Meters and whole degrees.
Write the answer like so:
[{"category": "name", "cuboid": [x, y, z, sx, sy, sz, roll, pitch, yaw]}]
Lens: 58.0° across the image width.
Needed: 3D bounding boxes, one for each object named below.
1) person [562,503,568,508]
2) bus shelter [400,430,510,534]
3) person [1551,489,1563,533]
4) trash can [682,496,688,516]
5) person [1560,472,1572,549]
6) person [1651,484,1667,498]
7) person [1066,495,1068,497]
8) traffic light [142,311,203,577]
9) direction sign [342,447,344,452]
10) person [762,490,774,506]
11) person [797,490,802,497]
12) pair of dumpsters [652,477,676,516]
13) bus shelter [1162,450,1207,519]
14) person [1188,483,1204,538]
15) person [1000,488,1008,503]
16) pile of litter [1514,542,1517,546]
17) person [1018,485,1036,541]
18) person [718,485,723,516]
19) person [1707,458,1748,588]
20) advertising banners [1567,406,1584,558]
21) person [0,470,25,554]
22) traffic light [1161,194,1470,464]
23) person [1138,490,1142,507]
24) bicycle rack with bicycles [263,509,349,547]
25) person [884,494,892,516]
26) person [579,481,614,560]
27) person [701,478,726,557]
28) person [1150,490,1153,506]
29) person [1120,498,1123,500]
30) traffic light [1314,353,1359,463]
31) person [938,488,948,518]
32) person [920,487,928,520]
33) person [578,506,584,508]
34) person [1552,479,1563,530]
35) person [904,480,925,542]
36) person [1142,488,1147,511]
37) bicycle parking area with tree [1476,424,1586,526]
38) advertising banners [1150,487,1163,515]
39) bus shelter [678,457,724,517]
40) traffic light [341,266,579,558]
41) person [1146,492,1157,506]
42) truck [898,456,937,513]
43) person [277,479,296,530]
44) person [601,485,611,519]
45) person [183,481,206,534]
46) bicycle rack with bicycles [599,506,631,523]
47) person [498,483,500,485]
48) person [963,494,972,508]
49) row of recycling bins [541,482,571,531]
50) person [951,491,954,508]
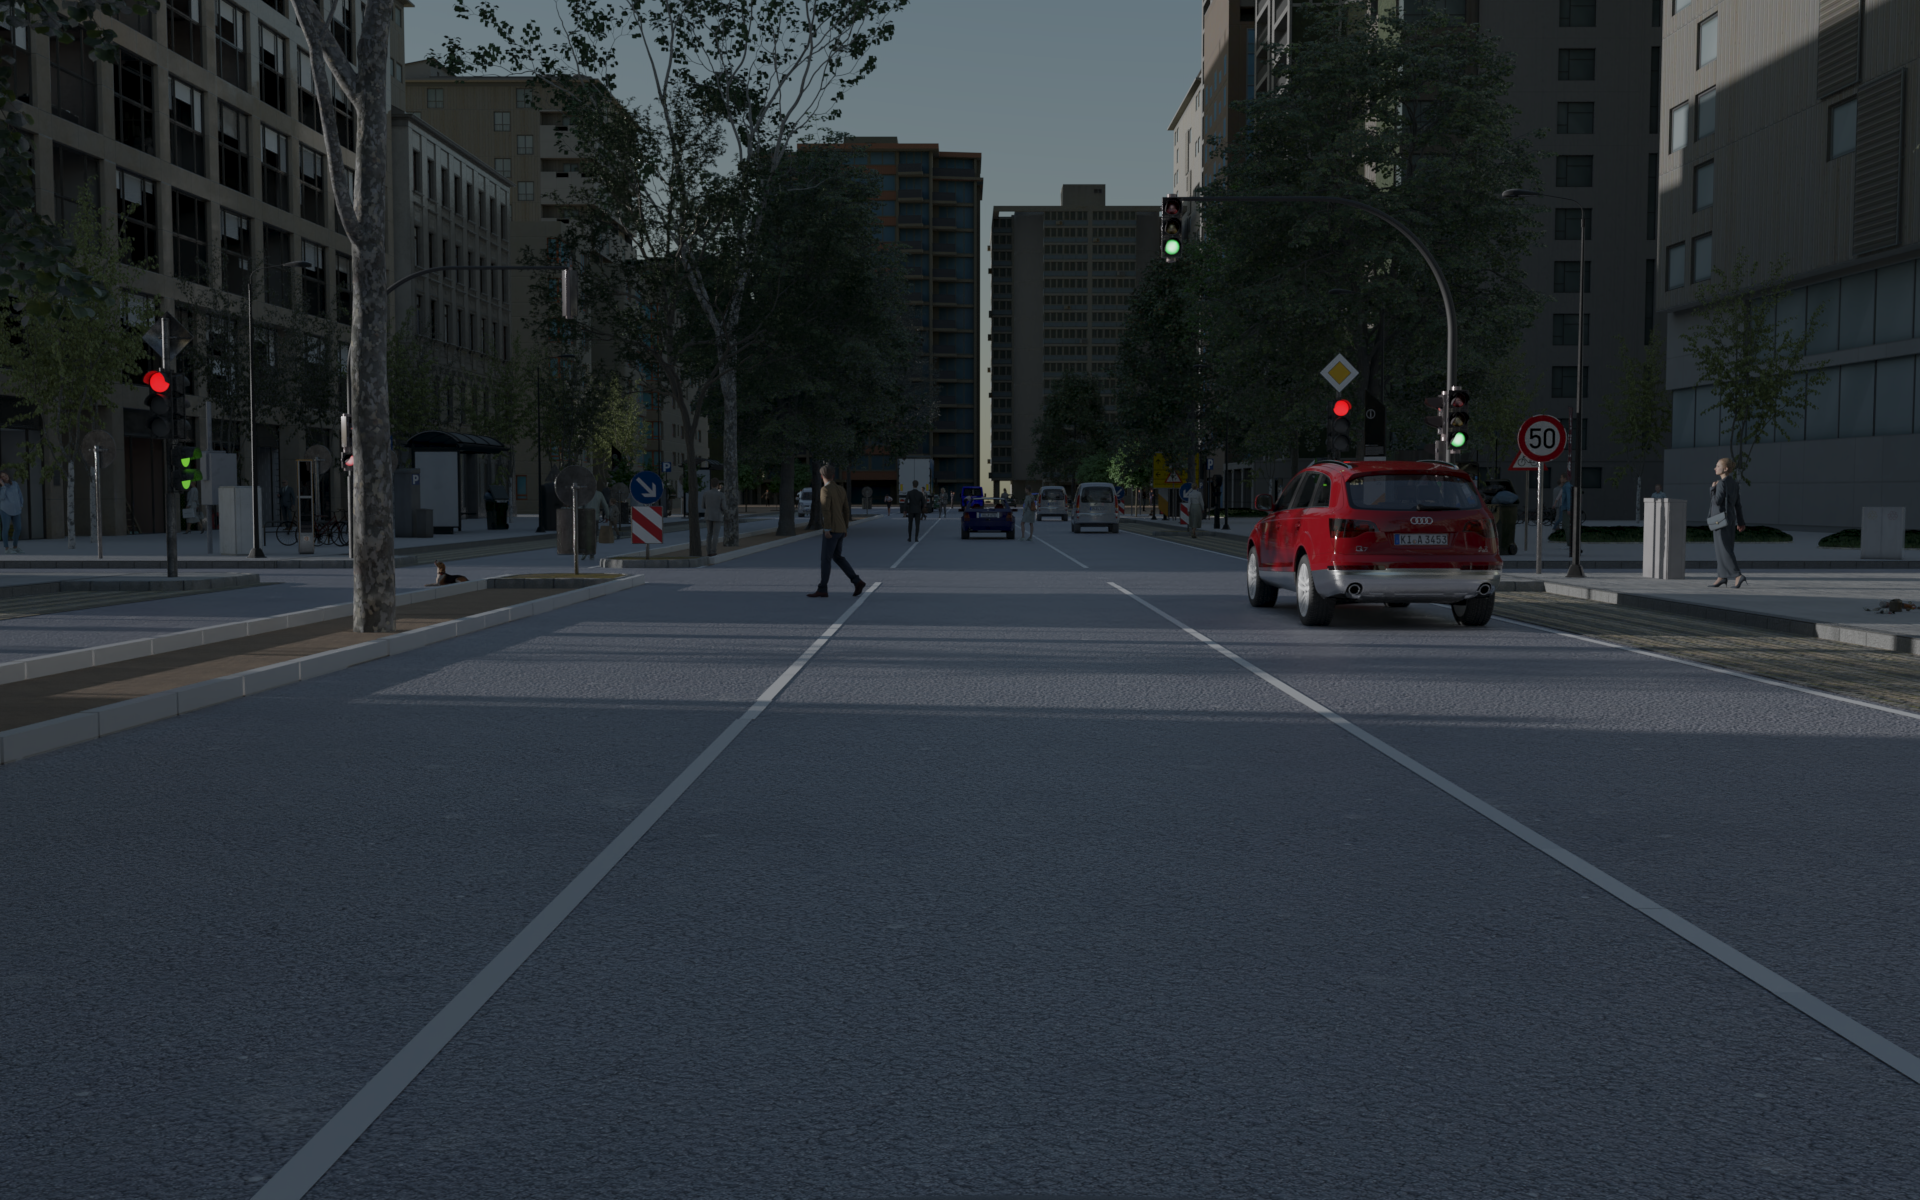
[{"category": "person", "cuboid": [-12.436, -2.506, 54.490, 0.505, 1.210, 0.382, 0, 4, -3]}, {"category": "bus shelter", "cuboid": [-16.628, -3.885, 57.444, 2.014, 3.302, 5.546, 0, 4, 0]}, {"category": "person", "cuboid": [18.648, -2.883, 53.846, 0.731, 1.740, 0.598, -3, 5, -39]}, {"category": "trash can", "cuboid": [-16.145, -5.554, 102.459, 0.748, 1.137, 0.748, 0, 3, 0]}, {"category": "person", "cuboid": [14.102, -2.061, 40.090, 0.444, 1.785, 0.601, 3, 5, 40]}, {"category": "person", "cuboid": [22.216, -2.890, 55.099, 0.330, 1.601, 0.589, -3, 5, -40]}, {"category": "person", "cuboid": [10.761, -10.716, 182.040, 1.217, 1.735, 0.721, 0, 4, 6]}, {"category": "traffic light", "cuboid": [-12.154, -2.308, 26.650, 0.839, 4.253, 0.868, 0, 4, 0]}, {"category": "direction sign", "cuboid": [-17.754, -3.607, 50.975, 0.379, 3.537, 0.876, 3, 5, 39]}, {"category": "person", "cuboid": [-19.965, -10.582, 179.775, 1.217, 1.735, 0.721, 0, 4, -4]}, {"category": "person", "cuboid": [-16.356, -10.564, 178.752, 1.348, 1.826, 0.705, 2, 4, 26]}, {"category": "pair of dumpsters", "cuboid": [-17.246, -5.864, 98.375, 1.574, 2.255, 4.437, 0, 3, 0]}, {"category": "bus shelter", "cuboid": [11.704, -6.070, 90.522, 1.731, 3.624, 6.357, 0, 4, 0]}, {"category": "person", "cuboid": [7.562, -2.879, 55.803, 0.478, 1.798, 0.641, 2, 4, 34]}, {"category": "person", "cuboid": [2.576, -5.791, 103.451, 0.520, 1.790, 0.573, -2, 4, -35]}, {"category": "pile of litter", "cuboid": [12.410, -1.622, 40.487, 1.176, 0.858, 1.719, 1, 4, 10]}, {"category": "person", "cuboid": [2.102, -2.659, 52.979, 0.522, 1.701, 0.512, 2, 4, 33]}, {"category": "person", "cuboid": [-14.192, -5.938, 103.007, 0.514, 1.842, 0.818, -1, 4, -11]}, {"category": "person", "cuboid": [10.512, -1.053, 23.678, 0.534, 1.772, 0.576, 2, 4, 27]}, {"category": "advertising banners", "cuboid": [12.531, -2.393, 35.308, 0.090, 3.025, 2.074, 2, 4, 28]}, {"category": "person", "cuboid": [-20.405, -1.889, 37.189, 0.793, 1.790, 0.793, 0, 4, -5]}, {"category": "traffic light", "cuboid": [5.416, -3.169, 26.481, 4.771, 5.953, 1.251, 0, 4, 0]}, {"category": "person", "cuboid": [17.535, -9.880, 168.506, 0.541, 1.710, 0.530, -2, 4, -31]}, {"category": "bicycle rack with bicycles", "cuboid": [-15.706, -1.804, 42.883, 2.852, 0.926, 2.925, 3, 4, 39]}, {"category": "person", "cuboid": [-4.778, -6.299, 114.676, 0.628, 1.438, 0.799, -1, 4, -16]}, {"category": "person", "cuboid": [-7.947, -1.761, 37.774, 0.782, 1.767, 0.515, -2, 4, -31]}, {"category": "person", "cuboid": [-5.547, -1.873, 39.322, 0.606, 1.804, 0.583, 1, 4, 10]}, {"category": "person", "cuboid": [20.660, -10.942, 185.393, 0.683, 1.767, 0.568, -1, 4, -22]}, {"category": "person", "cuboid": [12.936, -8.024, 138.179, 0.436, 1.711, 0.756, 0, 3, 0]}, {"category": "traffic light", "cuboid": [7.528, -2.794, 34.602, 0.839, 4.253, 0.868, 0, 4, 0]}, {"category": "person", "cuboid": [-0.994, -5.747, 102.649, 0.537, 1.800, 0.526, 2, 4, 31]}, {"category": "person", "cuboid": [-1.986, -5.268, 94.591, 0.622, 1.834, 0.822, 3, 5, 40]}, {"category": "person", "cuboid": [-20.427, -5.344, 93.517, 0.850, 1.850, 0.679, 0, 4, 7]}, {"category": "person", "cuboid": [21.032, -3.323, 60.576, 0.583, 1.804, 0.606, -1, 4, -15]}, {"category": "person", "cuboid": [-1.389, -2.665, 51.855, 0.659, 1.850, 0.755, -1, 4, -8]}, {"category": "person", "cuboid": [13.676, -7.398, 127.818, 0.721, 1.723, 1.217, 0, 4, -2]}, {"category": "bicycle parking area with tree", "cuboid": [22.359, -5.260, 73.002, 9.016, 4.147, 8.231, 3, 4, 39]}, {"category": "advertising banners", "cuboid": [12.762, -6.870, 108.515, 2.074, 3.025, 0.090, -1, 4, -11]}, {"category": "bus shelter", "cuboid": [-14.579, -6.399, 98.545, 2.014, 3.302, 5.546, 0, 4, 0]}, {"category": "traffic light", "cuboid": [-10.041, -3.670, 34.665, 4.771, 5.953, 1.251, 0, 4, 0]}, {"category": "person", "cuboid": [20.561, -11.056, 186.437, 1.348, 1.869, 0.705, -1, 4, -10]}, {"category": "truck", "cuboid": [-3.270, -8.768, 132.274, 2.839, 4.237, 11.283, 0, 4, 1]}, {"category": "person", "cuboid": [-23.812, -3.358, 61.127, 0.661, 1.801, 0.590, 0, 4, 7]}, {"category": "person", "cuboid": [-18.278, -5.130, 89.723, 0.655, 1.846, 0.447, 1, 4, 14]}, {"category": "person", "cuboid": [-24.635, -3.014, 55.676, 0.624, 1.780, 0.694, 0, 4, 5]}, {"category": "bicycle rack with bicycles", "cuboid": [-15.431, -3.953, 78.014, 2.925, 0.926, 2.852, 2, 4, 34]}, {"category": "person", "cuboid": [-22.964, -4.908, 86.417, 0.709, 1.813, 0.853, -3, 5, -40]}, {"category": "person", "cuboid": [0.612, -7.269, 130.531, 0.628, 1.438, 0.799, 1, 4, 21]}, {"category": "row of recycling bins", "cuboid": [-14.522, -3.355, 61.960, 1.069, 1.692, 3.534, -1, 4, -8]}, {"category": "person", "cuboid": [-0.667, -9.980, 172.471, 0.445, 1.727, 0.742, -3, 4, -36]}]
